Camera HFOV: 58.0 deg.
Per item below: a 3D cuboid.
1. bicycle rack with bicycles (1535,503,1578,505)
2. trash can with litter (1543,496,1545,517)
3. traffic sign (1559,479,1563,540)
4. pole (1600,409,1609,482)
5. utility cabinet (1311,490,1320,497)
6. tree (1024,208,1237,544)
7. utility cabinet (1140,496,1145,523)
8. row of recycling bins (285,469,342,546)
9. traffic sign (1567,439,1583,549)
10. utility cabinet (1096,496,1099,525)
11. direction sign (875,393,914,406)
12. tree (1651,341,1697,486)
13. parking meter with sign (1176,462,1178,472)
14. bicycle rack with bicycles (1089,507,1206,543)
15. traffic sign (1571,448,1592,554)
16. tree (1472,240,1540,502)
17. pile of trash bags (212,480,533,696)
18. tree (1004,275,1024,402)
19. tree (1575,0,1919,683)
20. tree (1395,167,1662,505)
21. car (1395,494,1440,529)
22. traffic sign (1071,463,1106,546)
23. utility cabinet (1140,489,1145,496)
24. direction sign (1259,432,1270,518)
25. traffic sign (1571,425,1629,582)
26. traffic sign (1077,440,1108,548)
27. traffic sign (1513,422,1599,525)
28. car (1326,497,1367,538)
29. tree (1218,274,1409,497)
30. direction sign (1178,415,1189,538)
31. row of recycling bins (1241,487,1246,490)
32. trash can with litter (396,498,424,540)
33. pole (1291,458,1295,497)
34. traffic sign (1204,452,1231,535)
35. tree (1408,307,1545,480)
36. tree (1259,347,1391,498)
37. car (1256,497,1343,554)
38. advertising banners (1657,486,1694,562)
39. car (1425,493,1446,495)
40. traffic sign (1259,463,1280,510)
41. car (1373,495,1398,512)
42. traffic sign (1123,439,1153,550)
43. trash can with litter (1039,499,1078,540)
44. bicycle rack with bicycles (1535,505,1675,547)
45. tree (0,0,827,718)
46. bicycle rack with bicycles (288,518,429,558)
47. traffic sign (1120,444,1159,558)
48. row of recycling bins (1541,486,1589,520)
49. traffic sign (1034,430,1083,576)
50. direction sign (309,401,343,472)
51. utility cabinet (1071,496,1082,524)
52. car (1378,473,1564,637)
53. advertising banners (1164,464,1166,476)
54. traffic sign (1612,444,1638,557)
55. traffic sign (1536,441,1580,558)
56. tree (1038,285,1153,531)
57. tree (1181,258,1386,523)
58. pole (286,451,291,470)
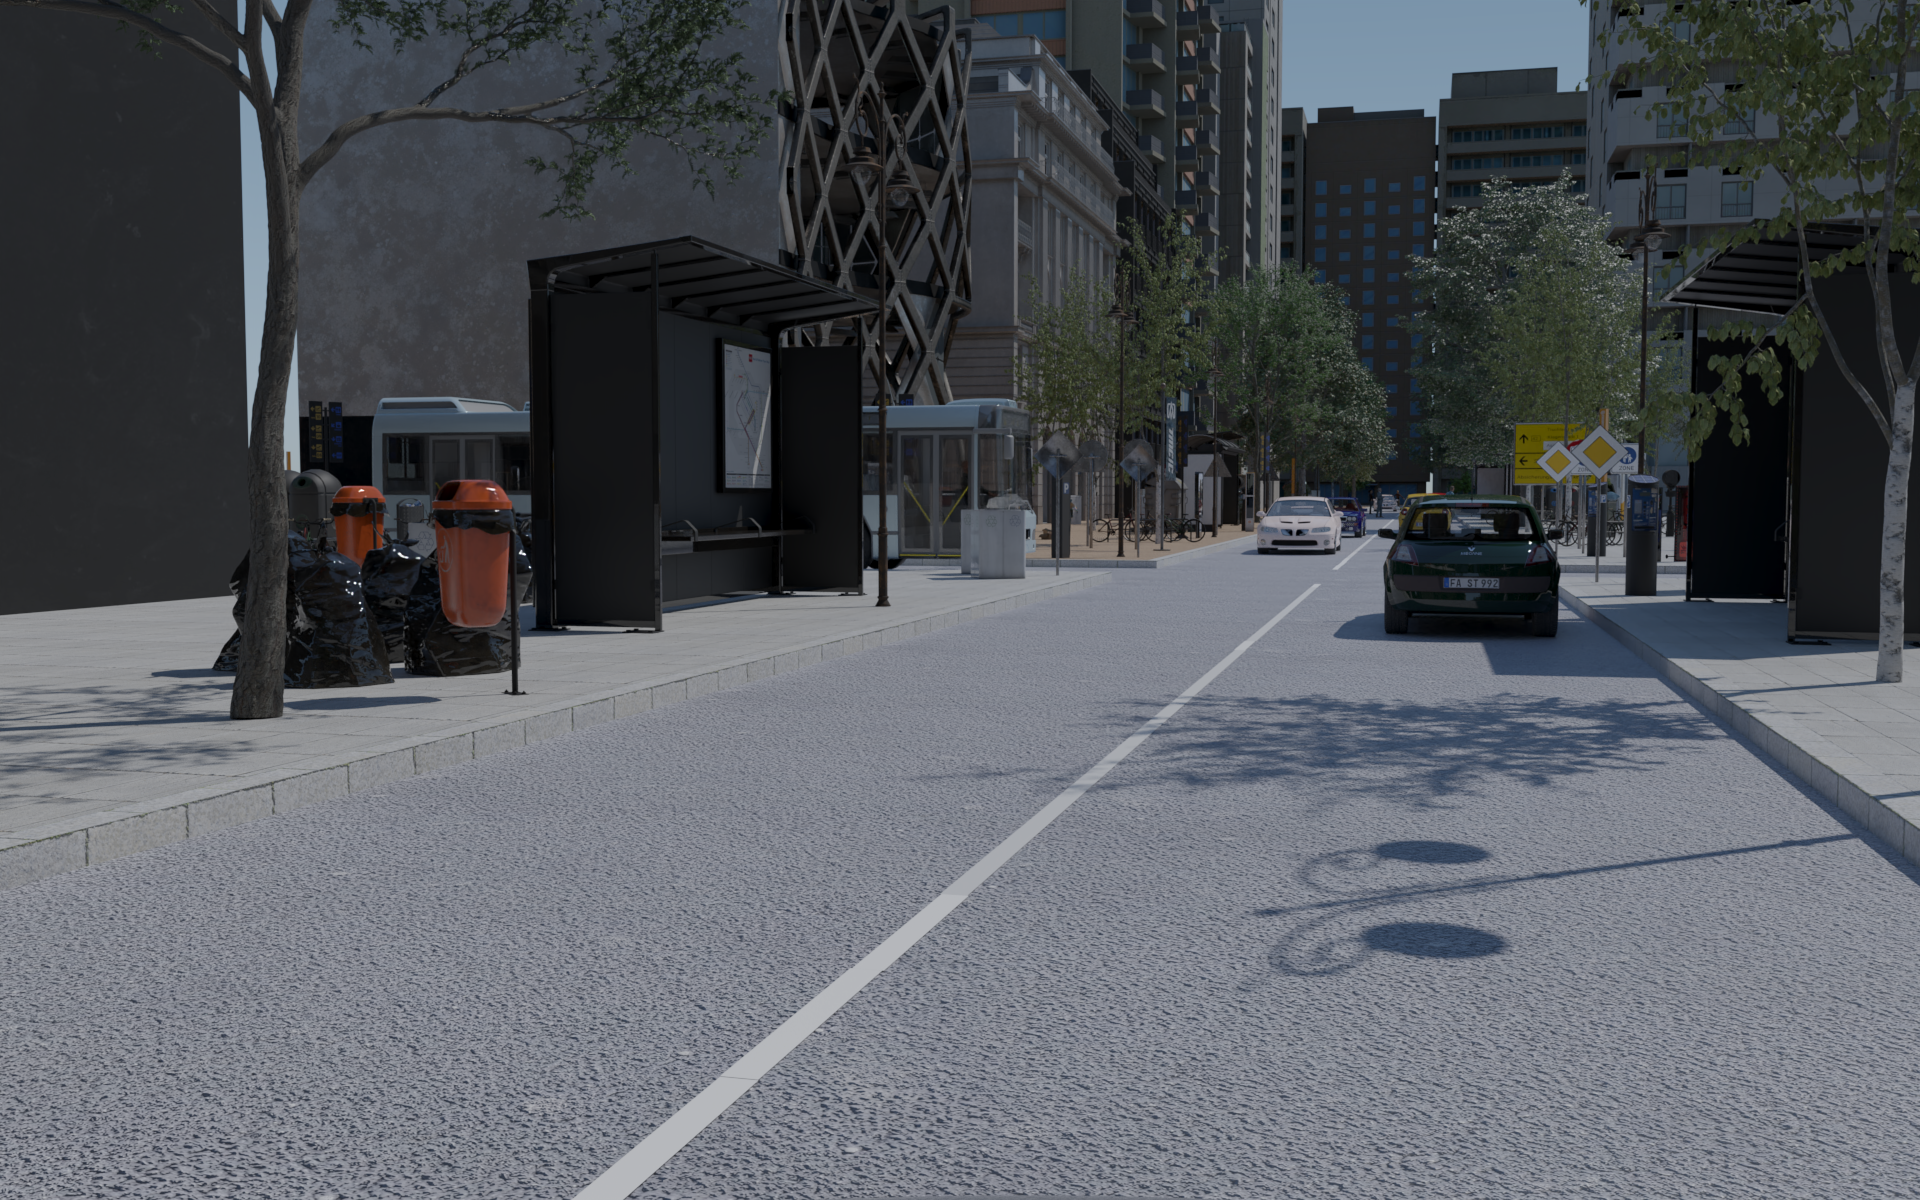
[{"bbox_3d":[21.711,-2.940,61.451,2.852,0.926,2.925,-3,5,-44],"label":"bicycle rack with bicycles"},{"bbox_3d":[30.152,-4.790,89.704,0.624,1.170,1.055,1,4,21],"label":"trash can with litter"},{"bbox_3d":[16.884,-2.970,48.662,0.768,2.556,0.104,2,4,24],"label":"traffic sign"},{"bbox_3d":[15.396,-2.914,41.488,0.158,3.312,0.155,0,3,0],"label":"pole"},{"bbox_3d":[21.859,-6.031,107.285,0.318,1.500,1.173,3,5,41],"label":"utility cabinet"},{"bbox_3d":[4.880,-5.750,44.368,4.737,8.622,4.395,0,3,0],"label":"tree"},{"bbox_3d":[8.376,-3.979,76.210,1.020,1.237,0.306,-1,4,-21],"label":"utility cabinet"},{"bbox_3d":[-11.903,-1.392,29.880,3.534,1.692,1.069,2,4,34],"label":"row of recycling bins"},{"bbox_3d":[14.486,-2.467,40.440,0.768,2.556,0.104,1,4,17],"label":"traffic sign"},{"bbox_3d":[5.620,-3.722,72.013,0.306,1.237,1.020,0,4,4],"label":"utility cabinet"},{"bbox_3d":[-1.474,-2.885,39.162,0.876,3.537,0.379,-1,4,-15],"label":"direction sign"},{"bbox_3d":[34.497,-7.977,80.788,4.360,8.622,3.978,0,3,0],"label":"tree"},{"bbox_3d":[12.243,-5.976,93.969,0.543,3.016,1.738,2,4,25],"label":"parking meter with sign"},{"bbox_3d":[5.211,-2.027,46.522,2.925,0.926,2.852,2,4,26],"label":"bicycle rack with bicycles"},{"bbox_3d":[13.416,-2.146,37.220,0.606,2.300,0.079,1,4,22],"label":"traffic sign"},{"bbox_3d":[16.282,-5.815,45.437,4.737,8.622,4.395,0,3,0],"label":"tree"},{"bbox_3d":[-3.886,-0.141,12.064,1.912,1.369,3.447,-3,4,-37],"label":"pile of trash bags"},{"bbox_3d":[3.227,-6.401,55.015,4.737,8.622,4.395,0,3,0],"label":"tree"},{"bbox_3d":[6.389,-3.759,11.823,4.737,8.622,4.395,0,3,0],"label":"tree"},{"bbox_3d":[22.008,-9.825,67.293,9.857,13.997,8.962,0,3,0],"label":"tree"},{"bbox_3d":[15.767,-2.966,58.721,2.015,1.641,3.980,1,4,15],"label":"car"},{"bbox_3d":[3.127,-2.589,42.338,0.884,2.594,0.081,2,4,24],"label":"traffic sign"},{"bbox_3d":[8.418,-4.221,77.691,0.318,1.500,1.173,3,5,44],"label":"utility cabinet"},{"bbox_3d":[11.193,-4.386,63.700,0.379,3.537,0.876,2,4,33],"label":"direction sign"},{"bbox_3d":[9.256,-1.313,25.118,0.795,2.450,0.064,1,4,15],"label":"traffic sign"},{"bbox_3d":[3.100,-2.494,40.887,0.768,2.556,0.104,1,4,21],"label":"traffic sign"},{"bbox_3d":[16.873,-3.379,49.117,2.265,3.308,0.079,1,4,23],"label":"traffic sign"},{"bbox_3d":[12.690,-2.784,58.092,1.945,1.354,3.894,1,4,16],"label":"car"},{"bbox_3d":[17.988,-10.599,90.300,9.611,12.733,9.660,0,3,0],"label":"tree"},{"bbox_3d":[6.451,-3.559,50.193,0.379,3.537,0.876,-1,4,-10],"label":"direction sign"},{"bbox_3d":[16.038,-5.914,103.806,1.069,1.692,3.534,-3,5,-41],"label":"row of recycling bins"},{"bbox_3d":[-8.902,-1.115,29.290,1.678,1.210,2.233,2,4,33],"label":"trash can with litter"},{"bbox_3d":[19.004,-6.422,98.839,0.158,3.312,0.155,0,3,0],"label":"pole"},{"bbox_3d":[7.973,-3.286,53.723,0.884,2.594,0.081,2,4,25],"label":"traffic sign"},{"bbox_3d":[31.605,-11.492,104.901,9.611,12.733,9.660,0,3,0],"label":"tree"},{"bbox_3d":[21.911,-11.602,107.813,7.486,12.596,7.792,0,3,0],"label":"tree"},{"bbox_3d":[8.412,-1.858,42.740,2.083,1.381,4.827,1,4,15],"label":"car"},{"bbox_3d":[13.747,-2.239,32.788,2.074,3.025,0.090,-1,4,-11],"label":"advertising banners"},{"bbox_3d":[24.607,-4.944,89.870,2.155,1.783,4.494,1,4,15],"label":"car"},{"bbox_3d":[12.608,-4.320,70.629,0.884,2.594,0.081,2,4,23],"label":"traffic sign"},{"bbox_3d":[35.159,-8.002,143.187,2.083,1.381,4.827,1,4,13],"label":"car"},{"bbox_3d":[4.079,-2.440,39.994,0.768,2.556,0.104,2,4,25],"label":"traffic sign"},{"bbox_3d":[2.761,-2.293,48.879,1.055,1.170,0.624,-3,5,-42],"label":"trash can with litter"},{"bbox_3d":[15.894,-1.835,43.389,2.925,0.926,2.852,0,4,-4],"label":"bicycle rack with bicycles"},{"bbox_3d":[-3.700,-4.603,9.676,7.601,10.594,8.767,-1,4,-10],"label":"tree"},{"bbox_3d":[-8.984,-0.748,25.615,2.852,0.926,2.925,1,4,11],"label":"bicycle rack with bicycles"},{"bbox_3d":[3.601,-1.912,34.911,0.795,2.450,0.064,1,4,15],"label":"traffic sign"},{"bbox_3d":[30.018,-4.844,86.319,3.534,1.692,1.069,1,4,14],"label":"row of recycling bins"},{"bbox_3d":[1.538,-1.441,27.196,0.795,2.450,0.064,1,4,15],"label":"traffic sign"},{"bbox_3d":[-15.509,-3.085,42.431,0.379,3.537,0.876,3,4,39],"label":"direction sign"},{"bbox_3d":[4.739,-3.796,73.227,0.306,1.237,1.020,3,4,38],"label":"utility cabinet"},{"bbox_3d":[5.568,-0.558,18.914,2.009,1.686,4.222,1,4,16],"label":"car"},{"bbox_3d":[12.562,-6.331,99.704,2.074,3.025,0.090,2,4,30],"label":"advertising banners"},{"bbox_3d":[13.466,-2.012,35.033,0.606,2.300,0.079,1,4,15],"label":"traffic sign"},{"bbox_3d":[11.320,-1.785,32.832,0.795,2.450,0.064,1,4,15],"label":"traffic sign"},{"bbox_3d":[4.703,-6.733,60.447,4.360,8.622,3.978,0,3,0],"label":"tree"},{"bbox_3d":[13.313,-9.246,76.922,9.928,11.665,9.643,0,3,0],"label":"tree"},{"bbox_3d":[-32.082,-5.443,82.830,0.158,3.312,0.155,0,3,0],"label":"pole"}]
